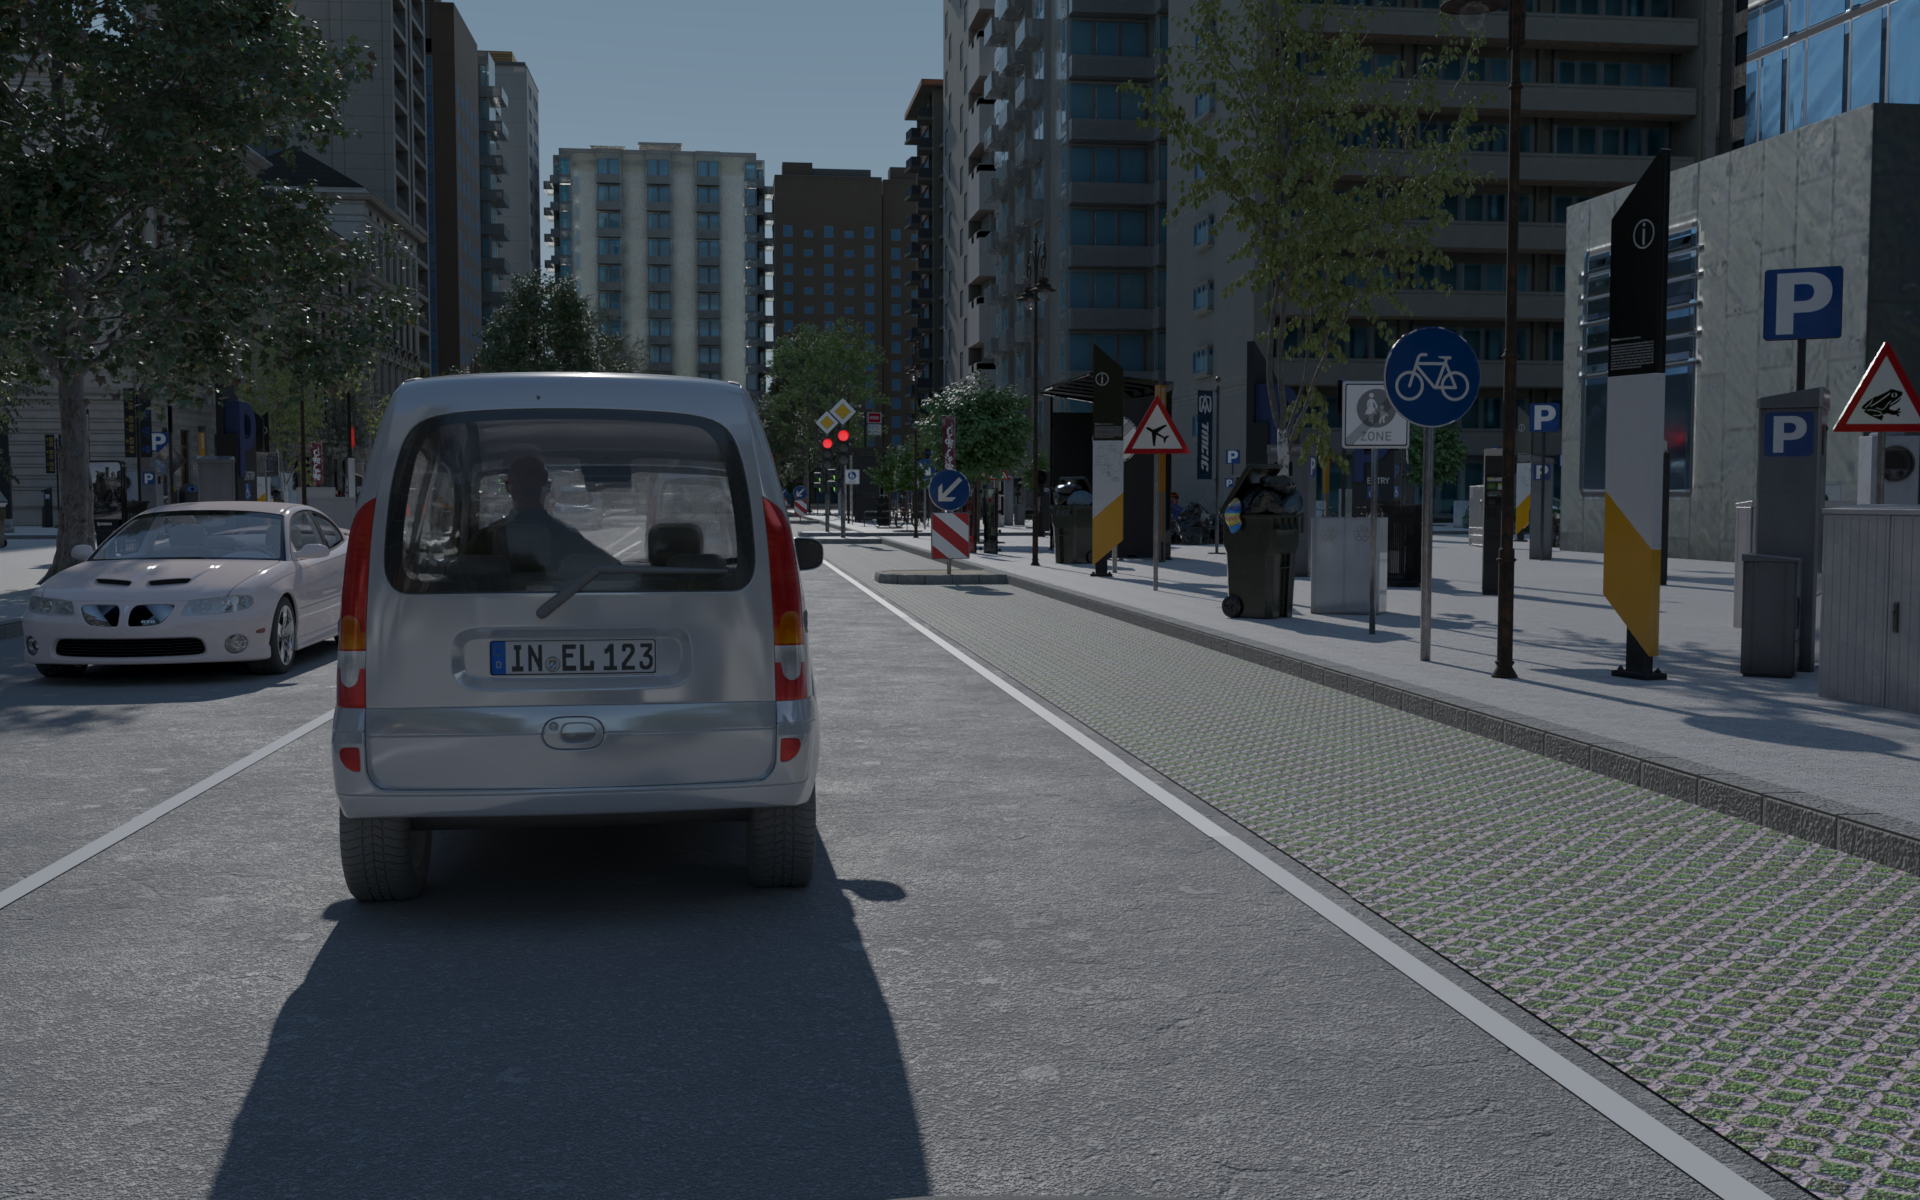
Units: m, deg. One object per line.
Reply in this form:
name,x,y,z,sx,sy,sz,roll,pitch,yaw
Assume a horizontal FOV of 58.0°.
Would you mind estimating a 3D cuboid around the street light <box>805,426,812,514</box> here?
street light,-9.925,-8.643,114.103,0.468,5.910,1.993,0,4,-8

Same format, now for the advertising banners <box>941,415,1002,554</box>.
advertising banners,0.222,-2.544,37.776,0.090,3.025,2.074,-3,4,-37

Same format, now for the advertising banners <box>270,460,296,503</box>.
advertising banners,-33.073,-5.444,85.199,2.074,3.025,0.090,-1,4,-22

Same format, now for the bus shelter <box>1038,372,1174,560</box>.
bus shelter,2.946,-2.769,36.550,1.731,3.624,6.357,0,4,-8

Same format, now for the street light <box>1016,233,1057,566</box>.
street light,1.349,-3.554,30.890,0.468,5.910,1.993,0,4,-8

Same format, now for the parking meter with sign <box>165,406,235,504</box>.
parking meter with sign,-14.792,-2.338,34.482,1.738,3.016,0.543,-2,4,-25

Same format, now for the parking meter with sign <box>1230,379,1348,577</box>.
parking meter with sign,5.173,-1.881,27.014,1.738,3.016,0.543,2,4,29

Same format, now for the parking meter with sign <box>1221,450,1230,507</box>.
parking meter with sign,10.538,-4.367,67.666,0.543,3.016,1.738,1,4,17

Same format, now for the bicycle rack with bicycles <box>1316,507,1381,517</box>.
bicycle rack with bicycles,10.807,-2.095,47.641,2.852,0.926,2.925,2,4,30

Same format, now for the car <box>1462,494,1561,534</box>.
car,19.466,-2.854,58.454,4.920,1.459,2.131,0,4,-8

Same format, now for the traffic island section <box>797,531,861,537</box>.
traffic island section,-4.472,-2.229,58.729,2.009,0.180,2.903,0,4,-8

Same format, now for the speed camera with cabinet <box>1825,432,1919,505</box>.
speed camera with cabinet,13.232,-1.940,26.050,2.038,3.252,0.660,0,4,8

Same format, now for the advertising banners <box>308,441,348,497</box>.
advertising banners,-21.023,-3.809,58.471,0.090,3.025,2.074,3,4,38

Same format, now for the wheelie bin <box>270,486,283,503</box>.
wheelie bin,-26.391,-3.589,66.581,0.693,1.594,0.980,-2,4,-31

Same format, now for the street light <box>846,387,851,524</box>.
street light,-4.830,-6.245,74.898,0.468,5.910,1.993,0,4,-8

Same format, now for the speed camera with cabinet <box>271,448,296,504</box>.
speed camera with cabinet,-27.489,-4.709,71.334,2.038,3.252,0.660,2,4,33

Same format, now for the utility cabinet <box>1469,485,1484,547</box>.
utility cabinet,12.652,-2.024,41.774,0.318,1.500,1.173,0,4,-7

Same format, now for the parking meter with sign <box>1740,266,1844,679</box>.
parking meter with sign,6.088,-1.007,12.728,0.543,3.016,1.738,2,4,30

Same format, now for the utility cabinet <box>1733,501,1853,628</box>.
utility cabinet,7.960,-0.331,16.577,1.020,1.237,0.306,0,4,-6

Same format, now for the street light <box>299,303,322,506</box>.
street light,-12.616,-3.696,33.219,0.468,5.910,1.993,0,4,-8

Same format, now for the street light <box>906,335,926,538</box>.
street light,-1.288,-4.749,50.431,0.468,5.910,1.993,0,4,-8

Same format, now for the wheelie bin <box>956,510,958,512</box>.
wheelie bin,-0.011,-5.035,90.233,0.693,1.594,0.980,-1,4,-23

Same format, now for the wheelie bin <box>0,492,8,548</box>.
wheelie bin,-23.022,-2.021,40.955,0.693,1.594,0.980,0,4,-2

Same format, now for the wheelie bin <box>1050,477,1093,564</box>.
wheelie bin,2.110,-1.471,31.963,0.980,1.594,0.693,3,5,45

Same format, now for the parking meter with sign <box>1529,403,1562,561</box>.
parking meter with sign,11.482,-2.315,34.106,0.543,3.016,1.738,1,4,19

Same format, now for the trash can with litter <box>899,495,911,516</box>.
trash can with litter,-3.085,-5.677,103.882,1.678,1.210,2.233,3,4,37

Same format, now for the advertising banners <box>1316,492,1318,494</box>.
advertising banners,13.861,-4.643,72.105,2.074,3.025,0.090,2,4,26

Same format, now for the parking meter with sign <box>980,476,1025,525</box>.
parking meter with sign,1.832,-4.570,70.975,1.738,3.016,0.543,-2,4,-28

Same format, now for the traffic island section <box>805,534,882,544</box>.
traffic island section,-3.405,-1.745,50.815,2.009,0.180,2.903,0,4,-8

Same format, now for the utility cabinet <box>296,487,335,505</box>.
utility cabinet,-21.045,-2.931,56.608,1.173,1.500,0.318,-2,4,-30

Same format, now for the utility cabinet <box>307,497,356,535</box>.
utility cabinet,-13.526,-1.594,37.224,1.020,1.237,0.306,-2,4,-34

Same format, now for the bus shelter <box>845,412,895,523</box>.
bus shelter,-4.548,-6.396,82.199,2.179,5.291,8.768,0,4,-8

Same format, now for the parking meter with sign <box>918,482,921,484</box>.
parking meter with sign,-2.286,-6.372,100.441,0.543,3.016,1.738,0,4,6

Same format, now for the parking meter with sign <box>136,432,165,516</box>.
parking meter with sign,-22.395,-3.162,47.961,0.543,3.016,1.738,-1,4,-10

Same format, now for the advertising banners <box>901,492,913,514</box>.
advertising banners,-3.599,-7.097,112.223,2.074,3.025,0.090,3,4,37

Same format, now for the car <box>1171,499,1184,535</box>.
car,5.334,-2.620,55.423,3.894,1.354,1.945,-1,4,-8

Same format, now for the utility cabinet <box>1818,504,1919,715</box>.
utility cabinet,5.639,0.043,10.455,0.306,1.237,1.020,-1,4,-9

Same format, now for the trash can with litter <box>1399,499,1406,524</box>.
trash can with litter,19.094,-3.861,74.509,1.055,1.170,0.624,3,5,44

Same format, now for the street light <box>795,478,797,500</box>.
street light,-12.607,-9.798,132.993,0.468,5.910,1.993,0,4,-8

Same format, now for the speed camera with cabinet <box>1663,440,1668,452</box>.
speed camera with cabinet,21.911,-3.622,53.563,0.660,3.252,2.038,2,4,27

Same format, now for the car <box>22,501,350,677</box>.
car,-6.454,-0.170,15.147,2.083,1.381,4.827,0,4,-7

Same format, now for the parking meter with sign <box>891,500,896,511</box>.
parking meter with sign,-5.737,-8.395,133.520,1.738,3.016,0.543,1,4,18

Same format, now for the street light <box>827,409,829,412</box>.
street light,-7.214,-7.445,94.511,0.468,5.910,1.993,0,4,-8

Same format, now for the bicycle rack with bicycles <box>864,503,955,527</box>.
bicycle rack with bicycles,-2.273,-3.308,67.467,2.852,0.926,2.925,3,5,44

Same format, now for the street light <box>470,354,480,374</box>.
street light,-15.994,-5.169,57.297,0.468,5.910,1.993,0,4,-8

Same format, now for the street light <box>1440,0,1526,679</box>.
street light,3.810,-2.395,11.943,0.468,5.910,1.993,0,4,-8

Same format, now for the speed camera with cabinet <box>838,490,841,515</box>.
speed camera with cabinet,-7.380,-7.006,108.879,0.660,3.252,2.038,0,4,-4

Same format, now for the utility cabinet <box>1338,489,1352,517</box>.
utility cabinet,16.175,-3.911,72.624,0.318,1.500,1.173,2,4,26

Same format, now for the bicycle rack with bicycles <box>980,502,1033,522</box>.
bicycle rack with bicycles,2.078,-3.980,78.455,2.852,0.926,2.925,3,5,39

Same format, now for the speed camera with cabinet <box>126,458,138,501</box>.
speed camera with cabinet,-33.299,-4.495,67.829,2.038,3.252,0.660,0,4,0

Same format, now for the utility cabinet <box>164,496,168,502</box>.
utility cabinet,-27.513,-2.956,59.495,0.306,1.237,1.020,1,4,19

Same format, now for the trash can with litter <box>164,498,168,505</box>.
trash can with litter,-25.944,-2.718,55.834,1.055,1.170,0.624,-2,4,-27

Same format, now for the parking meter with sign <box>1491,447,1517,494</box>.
parking meter with sign,20.631,-4.173,64.490,1.738,3.016,0.543,-1,4,-18
